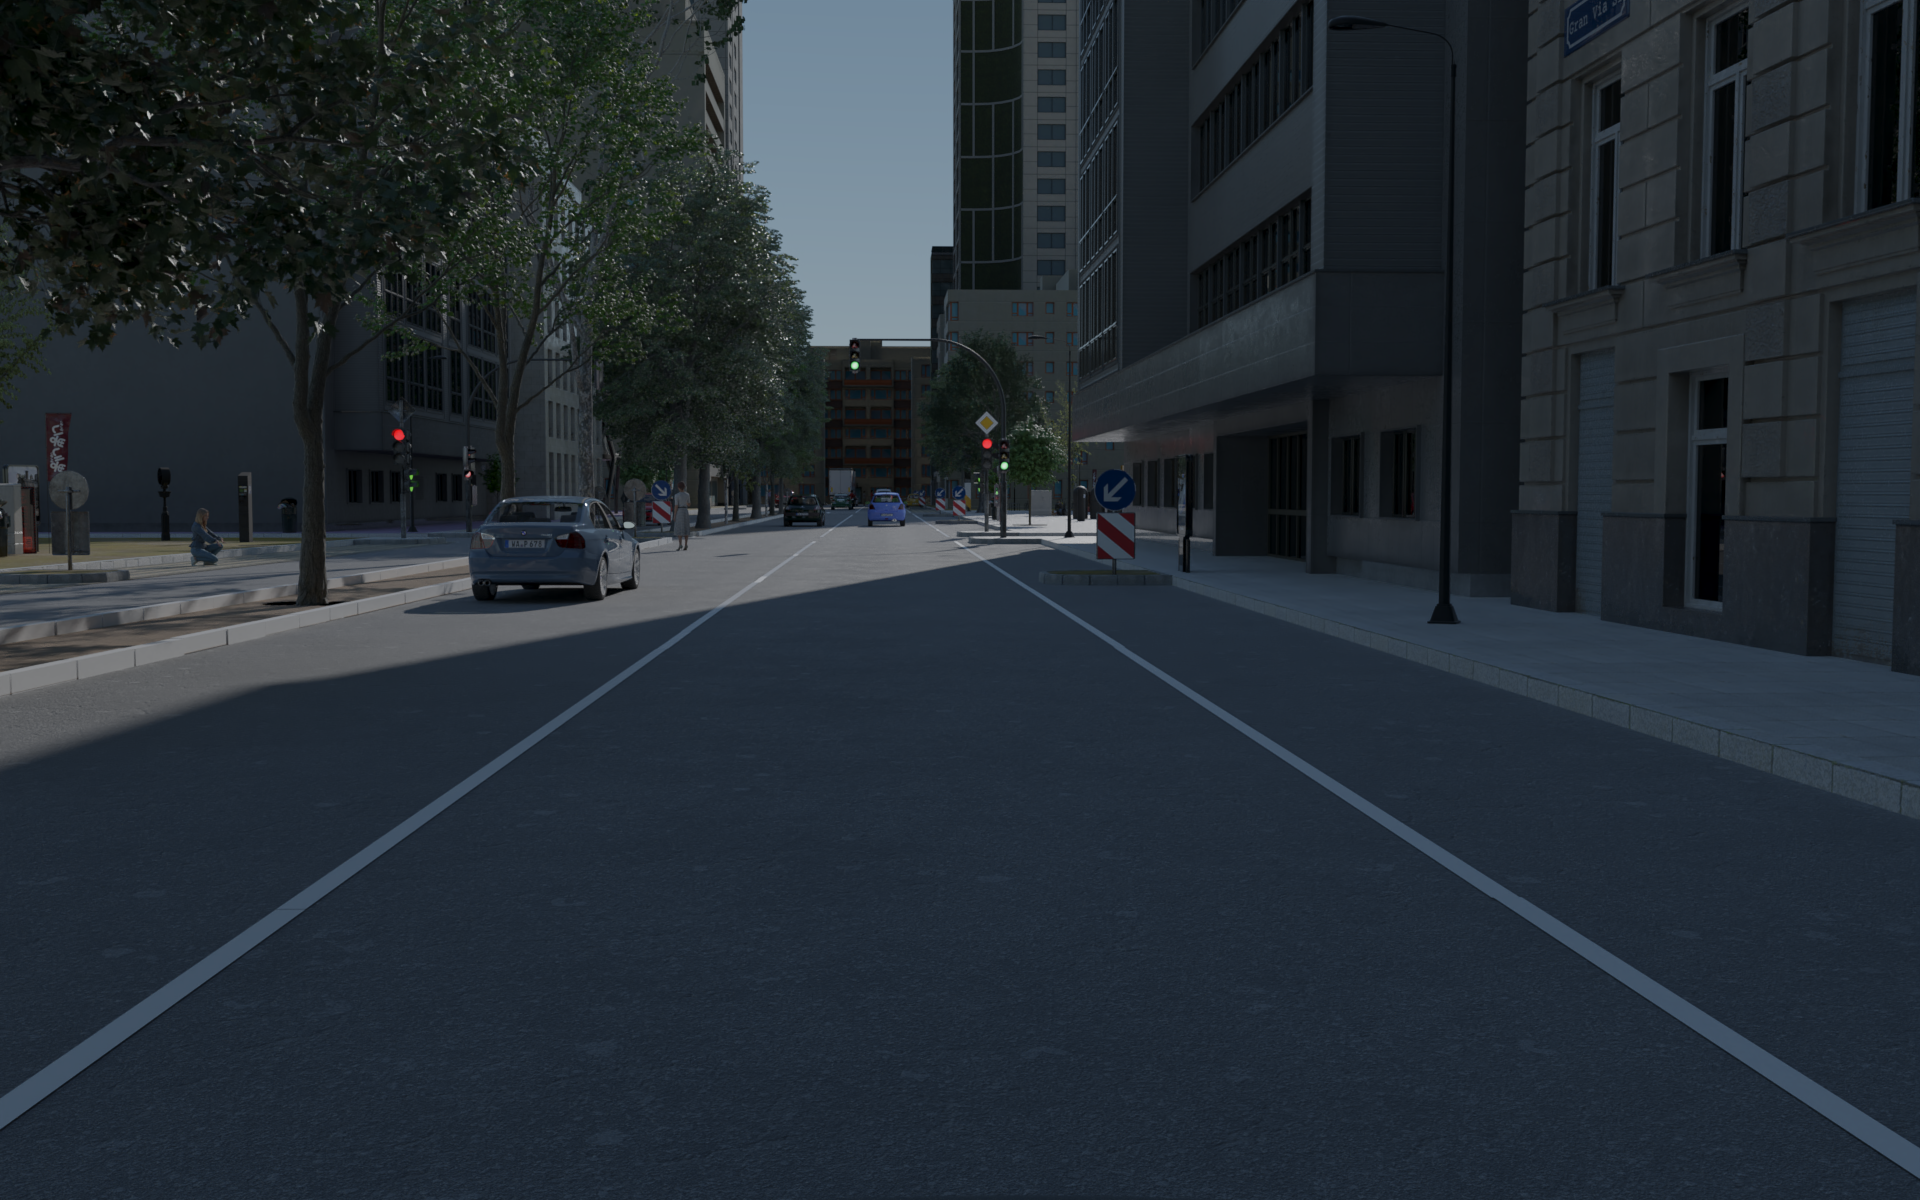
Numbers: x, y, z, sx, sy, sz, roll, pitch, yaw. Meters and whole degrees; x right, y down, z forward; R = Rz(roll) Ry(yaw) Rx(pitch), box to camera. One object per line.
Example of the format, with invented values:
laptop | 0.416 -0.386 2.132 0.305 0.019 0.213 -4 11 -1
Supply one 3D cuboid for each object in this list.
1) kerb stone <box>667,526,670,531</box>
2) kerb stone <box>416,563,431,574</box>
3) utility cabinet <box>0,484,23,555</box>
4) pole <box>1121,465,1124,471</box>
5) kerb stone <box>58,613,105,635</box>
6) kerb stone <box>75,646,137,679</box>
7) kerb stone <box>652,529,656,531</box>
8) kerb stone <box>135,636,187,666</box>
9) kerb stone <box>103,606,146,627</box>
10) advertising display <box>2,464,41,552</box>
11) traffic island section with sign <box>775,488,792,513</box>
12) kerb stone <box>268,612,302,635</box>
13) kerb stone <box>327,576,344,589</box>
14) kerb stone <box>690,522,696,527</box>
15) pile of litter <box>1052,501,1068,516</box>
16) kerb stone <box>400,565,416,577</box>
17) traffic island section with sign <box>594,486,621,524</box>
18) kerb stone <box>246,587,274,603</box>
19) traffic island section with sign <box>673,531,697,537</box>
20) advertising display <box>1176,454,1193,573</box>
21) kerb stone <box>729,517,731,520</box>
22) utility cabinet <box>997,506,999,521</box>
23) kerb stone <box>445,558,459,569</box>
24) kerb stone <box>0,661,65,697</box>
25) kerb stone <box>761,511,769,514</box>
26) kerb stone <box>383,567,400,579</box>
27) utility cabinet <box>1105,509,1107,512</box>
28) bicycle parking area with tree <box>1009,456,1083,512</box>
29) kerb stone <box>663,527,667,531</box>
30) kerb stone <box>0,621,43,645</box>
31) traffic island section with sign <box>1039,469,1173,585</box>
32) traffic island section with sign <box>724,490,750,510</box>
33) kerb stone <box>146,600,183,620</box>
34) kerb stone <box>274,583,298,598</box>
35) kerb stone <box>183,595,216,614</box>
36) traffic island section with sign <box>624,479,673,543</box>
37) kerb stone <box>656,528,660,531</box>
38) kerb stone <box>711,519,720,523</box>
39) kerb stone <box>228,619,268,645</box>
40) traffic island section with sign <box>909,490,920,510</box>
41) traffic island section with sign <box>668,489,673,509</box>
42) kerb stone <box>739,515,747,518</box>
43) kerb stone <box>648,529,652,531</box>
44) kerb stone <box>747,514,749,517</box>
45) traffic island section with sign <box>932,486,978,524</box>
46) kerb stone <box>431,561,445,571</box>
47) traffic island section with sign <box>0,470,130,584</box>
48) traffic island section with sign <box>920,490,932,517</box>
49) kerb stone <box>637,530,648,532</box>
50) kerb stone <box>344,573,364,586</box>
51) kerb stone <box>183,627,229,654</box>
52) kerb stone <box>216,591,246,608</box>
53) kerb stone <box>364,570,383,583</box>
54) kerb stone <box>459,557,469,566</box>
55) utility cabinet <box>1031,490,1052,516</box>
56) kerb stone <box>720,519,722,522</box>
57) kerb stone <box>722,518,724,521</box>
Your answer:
kerb stone | -11.381 -2.717 66.637 0.120 0.150 1.000 0 4 -3
kerb stone | -9.788 -0.554 31.261 0.120 0.150 1.000 0 4 -3
utility cabinet | -20.288 -1.685 36.229 1.173 1.500 0.318 0 4 1
pole | 11.525 -7.907 123.128 0.158 3.312 0.155 0 3 0
kerb stone | -9.186 0.263 17.964 0.120 0.150 1.000 0 4 -3
kerb stone | -6.898 0.508 13.884 0.120 0.150 1.000 0 4 -3
kerb stone | -11.185 -2.460 62.526 0.120 0.150 1.000 0 4 -3
kerb stone | -6.940 0.450 14.906 0.120 0.150 1.000 0 4 -3
kerb stone | -9.234 0.196 18.993 0.120 0.150 1.000 0 4 -3
advertising display | -20.586 -2.006 38.017 0.123 1.923 0.974 1 4 11
traffic island section with sign | -13.322 -7.648 133.174 2.006 1.907 1.989 0 4 -3
kerb stone | -7.086 0.261 17.975 0.120 0.150 1.000 0 4 -3
kerb stone | -9.548 -0.236 26.140 0.120 0.150 1.000 0 4 -3
kerb stone | -11.839 -3.345 76.885 0.120 0.150 1.000 0 4 -3
pile of litter | 5.695 -5.397 102.207 1.719 0.858 1.176 -1 4 -19
kerb stone | -9.737 -0.492 30.240 0.120 0.150 1.000 0 4 -3
traffic island section with sign | -17.273 -4.534 82.755 1.989 1.847 2.006 0 4 -3
kerb stone | -9.415 -0.054 23.076 0.120 0.150 1.000 0 4 -3
traffic island section with sign | -9.931 -3.057 58.112 2.006 1.907 1.989 0 4 -3
advertising display | 3.698 -1.425 28.516 0.123 1.923 0.974 0 4 -2
kerb stone | -12.580 -4.345 93.283 0.120 0.150 1.000 0 4 -3
utility cabinet | 1.966 -4.463 81.647 0.318 1.500 1.173 1 4 11
kerb stone | -9.871 -0.680 33.307 0.120 0.150 1.000 0 4 -3
kerb stone | -6.855 0.571 12.863 0.120 0.150 1.000 0 4 -3
kerb stone | -13.962 -6.228 124.025 0.120 0.150 1.000 0 4 -3
kerb stone | -9.689 -0.429 29.215 0.120 0.150 1.000 0 4 -3
utility cabinet | 7.553 -4.987 92.692 1.020 1.237 0.306 -2 4 -25
bicycle parking area with tree | 6.453 -8.774 130.460 8.231 4.147 9.016 2 4 35
kerb stone | -11.329 -2.656 65.616 0.120 0.150 1.000 0 4 -3
kerb stone | -9.152 0.321 16.943 0.120 0.150 1.000 0 4 -3
traffic island section with sign | 2.312 -1.192 28.120 1.989 1.847 2.006 0 4 -3
traffic island section with sign | -20.764 -9.267 160.145 1.989 1.847 2.006 0 4 -3
kerb stone | -9.278 0.134 20.014 0.120 0.150 1.000 0 4 -3
kerb stone | -9.467 -0.116 24.097 0.120 0.150 1.000 0 4 -3
kerb stone | -9.320 0.071 21.035 0.120 0.150 1.000 0 4 -3
traffic island section with sign | -9.608 -2.604 50.711 2.006 1.907 1.989 0 4 -3
kerb stone | -11.239 -2.530 63.553 0.120 0.150 1.000 0 4 -3
kerb stone | -12.301 -3.966 87.136 0.120 0.150 1.000 0 4 -3
kerb stone | -7.036 0.321 16.954 0.120 0.150 1.000 0 4 -3
traffic island section with sign | -3.653 -9.294 160.590 1.989 1.847 2.006 0 4 -3
traffic island section with sign | -18.505 -6.202 110.034 1.989 1.847 2.006 0 4 -3
kerb stone | -13.093 -5.037 104.545 0.120 0.150 1.000 0 4 -3
kerb stone | -11.149 -2.404 61.501 0.120 0.150 1.000 0 4 -3
kerb stone | -13.129 -5.099 105.567 0.120 0.150 1.000 0 4 -3
traffic island section with sign | -0.185 -4.580 83.512 1.989 1.847 2.006 0 4 -3
kerb stone | -9.830 -0.616 32.285 0.120 0.150 1.000 0 4 -3
traffic island section with sign | -14.831 -1.208 28.377 1.989 1.847 2.006 0 4 -3
traffic island section with sign | -1.385 -6.227 110.441 1.989 1.847 2.006 0 4 -3
kerb stone | -11.095 -2.341 60.471 0.120 0.150 1.000 0 4 -3
kerb stone | -9.603 -0.300 27.165 0.120 0.150 1.000 0 4 -3
kerb stone | -6.999 0.383 15.933 0.120 0.150 1.000 0 4 -3
kerb stone | -9.371 0.009 22.055 0.120 0.150 1.000 0 4 -3
kerb stone | -9.644 -0.367 28.194 0.120 0.150 1.000 0 4 -3
kerb stone | -9.922 -0.742 34.327 0.120 0.150 1.000 0 4 -3
utility cabinet | 4.714 -5.607 100.345 1.173 1.500 0.318 0 4 0
kerb stone | -12.344 -4.034 88.159 0.120 0.150 1.000 0 4 -3
kerb stone | -12.386 -4.097 89.184 0.120 0.150 1.000 0 4 -3
